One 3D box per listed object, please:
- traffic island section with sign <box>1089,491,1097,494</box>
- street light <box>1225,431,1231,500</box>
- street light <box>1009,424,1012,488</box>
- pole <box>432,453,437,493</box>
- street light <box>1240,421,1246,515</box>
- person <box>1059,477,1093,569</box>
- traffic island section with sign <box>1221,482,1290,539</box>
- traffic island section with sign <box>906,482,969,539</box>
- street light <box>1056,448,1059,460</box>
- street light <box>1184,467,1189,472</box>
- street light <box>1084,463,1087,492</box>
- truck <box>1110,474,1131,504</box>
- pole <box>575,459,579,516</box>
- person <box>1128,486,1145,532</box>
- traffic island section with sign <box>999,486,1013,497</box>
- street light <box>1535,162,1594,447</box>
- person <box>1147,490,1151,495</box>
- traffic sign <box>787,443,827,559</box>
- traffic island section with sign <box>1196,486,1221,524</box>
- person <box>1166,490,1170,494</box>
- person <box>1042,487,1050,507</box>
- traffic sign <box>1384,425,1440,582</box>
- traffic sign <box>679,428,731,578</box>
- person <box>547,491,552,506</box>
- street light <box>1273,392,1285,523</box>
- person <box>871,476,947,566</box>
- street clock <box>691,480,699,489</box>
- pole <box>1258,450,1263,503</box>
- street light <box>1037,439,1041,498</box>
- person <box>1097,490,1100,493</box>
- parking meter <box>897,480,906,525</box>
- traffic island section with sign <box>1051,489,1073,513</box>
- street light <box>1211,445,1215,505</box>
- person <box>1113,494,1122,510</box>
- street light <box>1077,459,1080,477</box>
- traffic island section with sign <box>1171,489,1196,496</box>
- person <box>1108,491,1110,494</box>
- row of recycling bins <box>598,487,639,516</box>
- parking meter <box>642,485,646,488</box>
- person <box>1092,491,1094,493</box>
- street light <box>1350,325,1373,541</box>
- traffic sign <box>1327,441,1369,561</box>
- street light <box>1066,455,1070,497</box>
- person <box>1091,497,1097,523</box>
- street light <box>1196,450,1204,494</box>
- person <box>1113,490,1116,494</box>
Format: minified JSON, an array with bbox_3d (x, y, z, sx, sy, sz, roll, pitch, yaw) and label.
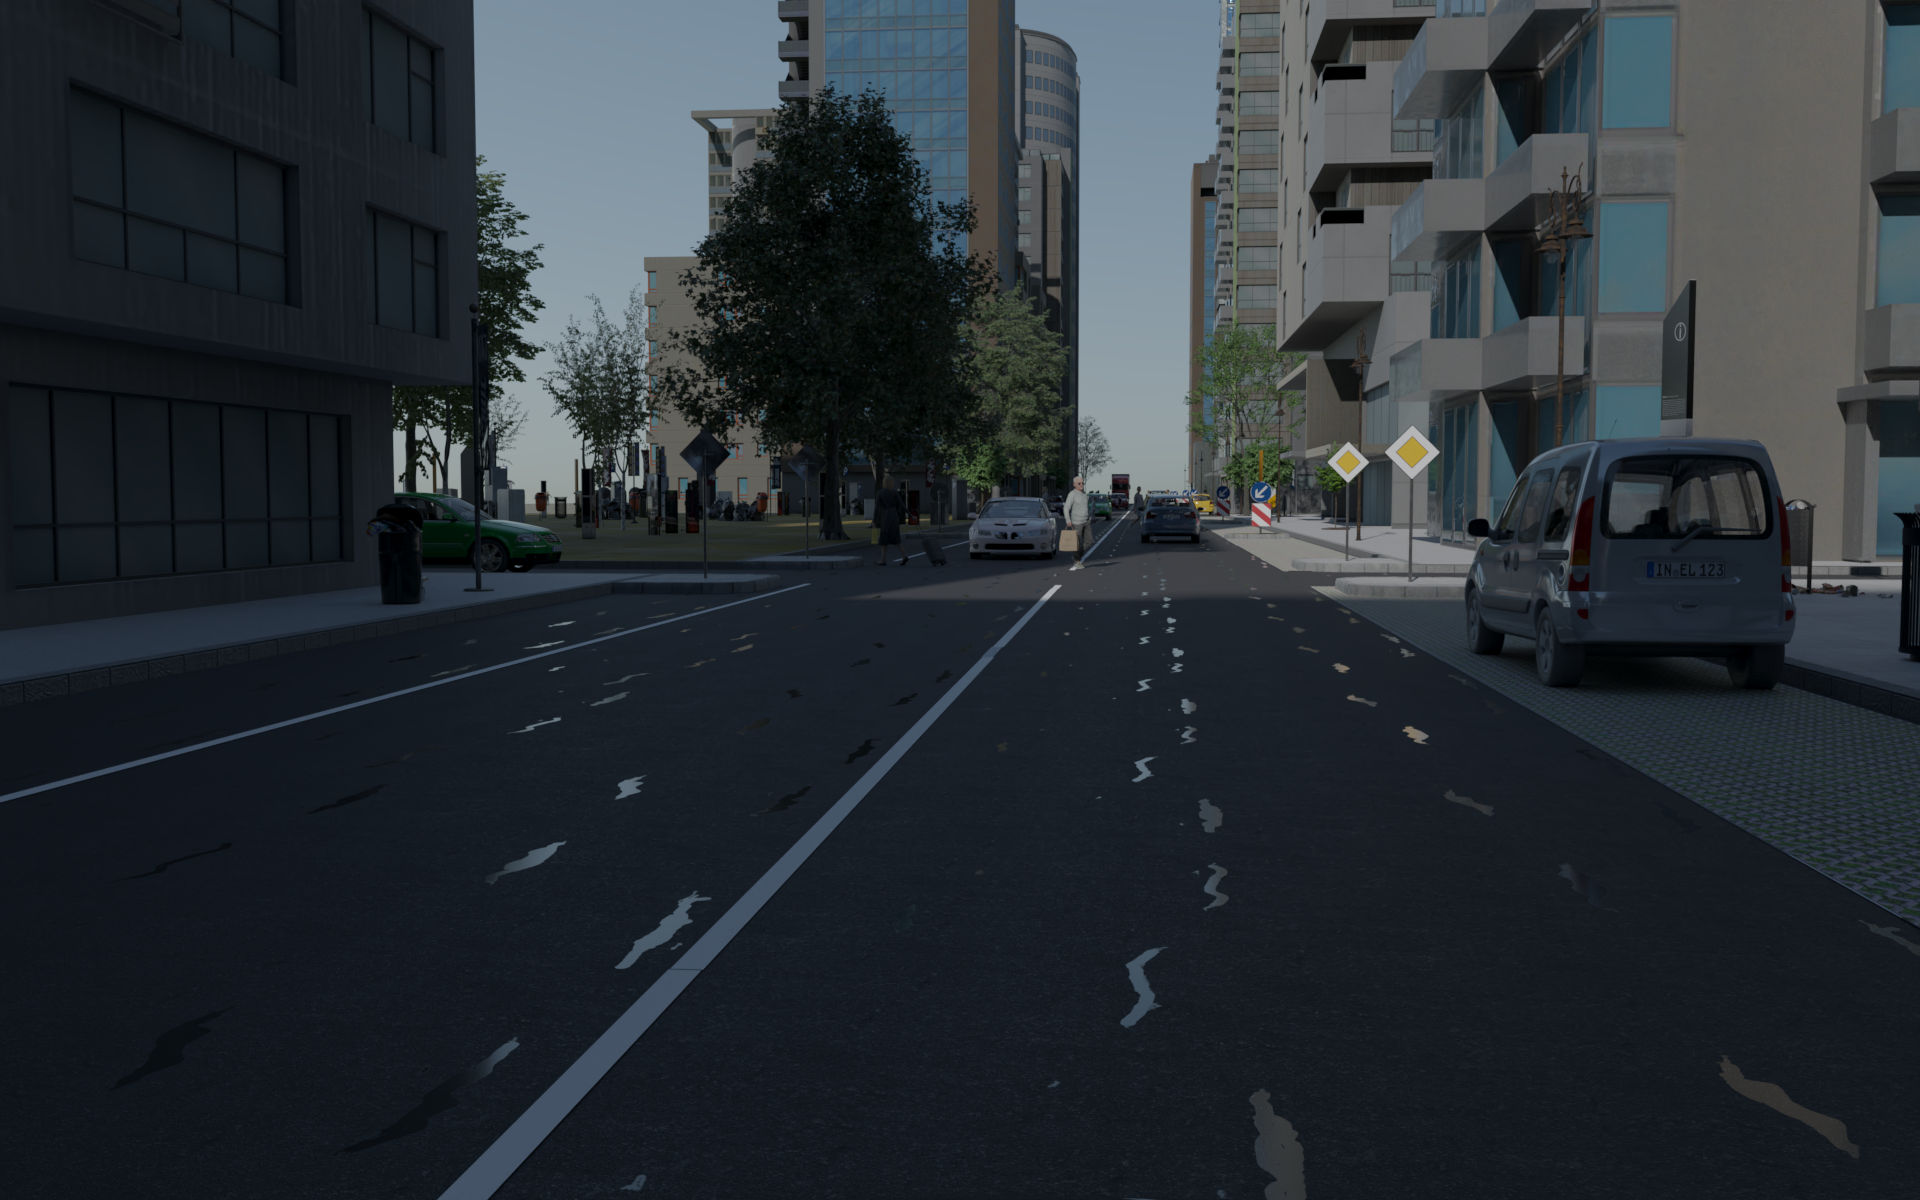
[{"bbox_3d":[19.321,-14.316,242.694,1.989,1.847,2.006,0,4,6],"label":"traffic island section with sign"},{"bbox_3d":[19.165,-9.256,124.120,0.468,5.910,1.993,0,4,6],"label":"street light"},{"bbox_3d":[3.211,-8.445,110.859,0.468,5.910,1.993,0,4,6],"label":"street light"},{"bbox_3d":[-26.147,-5.650,86.219,0.158,3.312,0.155,0,3,0],"label":"pole"},{"bbox_3d":[17.381,-8.205,106.938,0.468,5.910,1.993,0,4,6],"label":"street light"},{"bbox_3d":[2.204,-1.483,33.233,0.515,1.767,0.782,3,5,42],"label":"person"},{"bbox_3d":[9.527,-2.880,55.717,1.989,1.847,2.006,0,4,6],"label":"traffic island section with sign"},{"bbox_3d":[-0.652,-2.933,56.586,1.989,1.847,2.006,0,4,6],"label":"traffic island section with sign"},{"bbox_3d":[9.543,-12.078,170.264,0.468,5.910,1.993,0,4,6],"label":"street light"},{"bbox_3d":[34.531,-17.922,265.813,0.468,5.910,1.993,0,4,6],"label":"street light"},{"bbox_3d":[18.314,-17.108,252.508,0.468,5.910,1.993,0,4,6],"label":"street light"},{"bbox_3d":[22.496,-15.517,242.613,2.839,4.237,11.283,0,4,6],"label":"truck"},{"bbox_3d":[-22.253,-6.527,100.552,0.158,3.312,0.155,0,3,0],"label":"pole"},{"bbox_3d":[6.765,-3.469,65.965,0.760,1.731,0.466,1,4,16],"label":"person"},{"bbox_3d":[2.275,-4.604,83.902,1.989,1.847,2.006,0,4,6],"label":"traffic island section with sign"},{"bbox_3d":[8.521,-3.167,24.572,0.468,5.910,1.993,0,4,6],"label":"street light"},{"bbox_3d":[15.482,-8.178,142.992,0.721,1.735,1.217,-1,4,-14],"label":"person"},{"bbox_3d":[-3.022,-1.873,34.261,0.795,2.450,0.064,0,4,6],"label":"traffic sign"},{"bbox_3d":[12.408,-4.523,82.572,1.989,1.847,2.006,0,4,6],"label":"traffic island section with sign"},{"bbox_3d":[13.238,-6.224,111.079,0.721,1.723,1.217,-3,4,-38],"label":"person"},{"bbox_3d":[4.301,-4.765,86.592,0.728,1.800,0.709,0,4,-5],"label":"person"},{"bbox_3d":[6.558,-1.318,25.185,0.795,2.450,0.064,0,4,6],"label":"traffic sign"},{"bbox_3d":[-3.874,-1.387,26.321,0.795,2.450,0.064,0,4,6],"label":"traffic sign"},{"bbox_3d":[-46.600,-11.392,195.577,1.217,1.723,0.721,1,4,13],"label":"person"},{"bbox_3d":[14.270,-6.398,77.401,0.468,5.910,1.993,0,4,6],"label":"street light"},{"bbox_3d":[-1.077,-1.584,34.622,1.509,1.804,0.699,2,4,27],"label":"person"},{"bbox_3d":[-13.620,-5.168,89.073,0.358,2.002,0.471,1,4,18],"label":"street clock"},{"bbox_3d":[14.061,-5.330,80.988,0.158,3.312,0.155,0,3,0],"label":"pole"},{"bbox_3d":[6.387,-10.254,140.442,0.468,5.910,1.993,0,4,6],"label":"street light"},{"bbox_3d":[13.865,-10.119,173.941,0.705,1.824,1.348,-2,4,-23],"label":"person"},{"bbox_3d":[-2.462,-4.112,72.941,0.255,1.863,0.399,-2,4,-28],"label":"parking meter"},{"bbox_3d":[7.594,-7.636,133.470,1.989,1.847,2.006,0,4,6],"label":"traffic island section with sign"},{"bbox_3d":[22.459,-11.061,153.638,0.468,5.910,1.993,0,4,6],"label":"street light"},{"bbox_3d":[13.944,-8.640,152.959,0.628,1.438,0.799,1,4,22],"label":"person"},{"bbox_3d":[15.262,-15.301,222.964,0.468,5.910,1.993,0,4,6],"label":"street light"},{"bbox_3d":[20.679,-9.229,159.521,1.989,1.847,2.006,0,4,6],"label":"traffic island section with sign"},{"bbox_3d":[16.622,-11.235,192.894,1.217,1.736,0.721,3,4,38],"label":"person"},{"bbox_3d":[-19.091,-5.658,99.623,3.534,1.692,1.069,-1,4,-22],"label":"row of recycling bins"},{"bbox_3d":[-20.252,-6.469,111.471,0.255,1.863,0.399,1,4,9],"label":"parking meter"},{"bbox_3d":[12.401,-9.451,163.472,0.683,1.767,0.568,0,4,-7],"label":"person"},{"bbox_3d":[10.976,-4.571,47.521,0.468,5.910,1.993,0,4,6],"label":"street light"},{"bbox_3d":[7.410,-1.803,33.124,0.795,2.450,0.064,0,4,6],"label":"traffic sign"},{"bbox_3d":[12.015,-13.496,193.441,0.468,5.910,1.993,0,4,6],"label":"street light"},{"bbox_3d":[6.582,-4.468,85.826,0.394,1.301,0.425,1,4,12],"label":"person"},{"bbox_3d":[25.548,-12.876,183.317,0.468,5.910,1.993,0,4,6],"label":"street light"},{"bbox_3d":[18.422,-12.176,207.212,1.348,1.869,0.705,2,4,29],"label":"person"}]
